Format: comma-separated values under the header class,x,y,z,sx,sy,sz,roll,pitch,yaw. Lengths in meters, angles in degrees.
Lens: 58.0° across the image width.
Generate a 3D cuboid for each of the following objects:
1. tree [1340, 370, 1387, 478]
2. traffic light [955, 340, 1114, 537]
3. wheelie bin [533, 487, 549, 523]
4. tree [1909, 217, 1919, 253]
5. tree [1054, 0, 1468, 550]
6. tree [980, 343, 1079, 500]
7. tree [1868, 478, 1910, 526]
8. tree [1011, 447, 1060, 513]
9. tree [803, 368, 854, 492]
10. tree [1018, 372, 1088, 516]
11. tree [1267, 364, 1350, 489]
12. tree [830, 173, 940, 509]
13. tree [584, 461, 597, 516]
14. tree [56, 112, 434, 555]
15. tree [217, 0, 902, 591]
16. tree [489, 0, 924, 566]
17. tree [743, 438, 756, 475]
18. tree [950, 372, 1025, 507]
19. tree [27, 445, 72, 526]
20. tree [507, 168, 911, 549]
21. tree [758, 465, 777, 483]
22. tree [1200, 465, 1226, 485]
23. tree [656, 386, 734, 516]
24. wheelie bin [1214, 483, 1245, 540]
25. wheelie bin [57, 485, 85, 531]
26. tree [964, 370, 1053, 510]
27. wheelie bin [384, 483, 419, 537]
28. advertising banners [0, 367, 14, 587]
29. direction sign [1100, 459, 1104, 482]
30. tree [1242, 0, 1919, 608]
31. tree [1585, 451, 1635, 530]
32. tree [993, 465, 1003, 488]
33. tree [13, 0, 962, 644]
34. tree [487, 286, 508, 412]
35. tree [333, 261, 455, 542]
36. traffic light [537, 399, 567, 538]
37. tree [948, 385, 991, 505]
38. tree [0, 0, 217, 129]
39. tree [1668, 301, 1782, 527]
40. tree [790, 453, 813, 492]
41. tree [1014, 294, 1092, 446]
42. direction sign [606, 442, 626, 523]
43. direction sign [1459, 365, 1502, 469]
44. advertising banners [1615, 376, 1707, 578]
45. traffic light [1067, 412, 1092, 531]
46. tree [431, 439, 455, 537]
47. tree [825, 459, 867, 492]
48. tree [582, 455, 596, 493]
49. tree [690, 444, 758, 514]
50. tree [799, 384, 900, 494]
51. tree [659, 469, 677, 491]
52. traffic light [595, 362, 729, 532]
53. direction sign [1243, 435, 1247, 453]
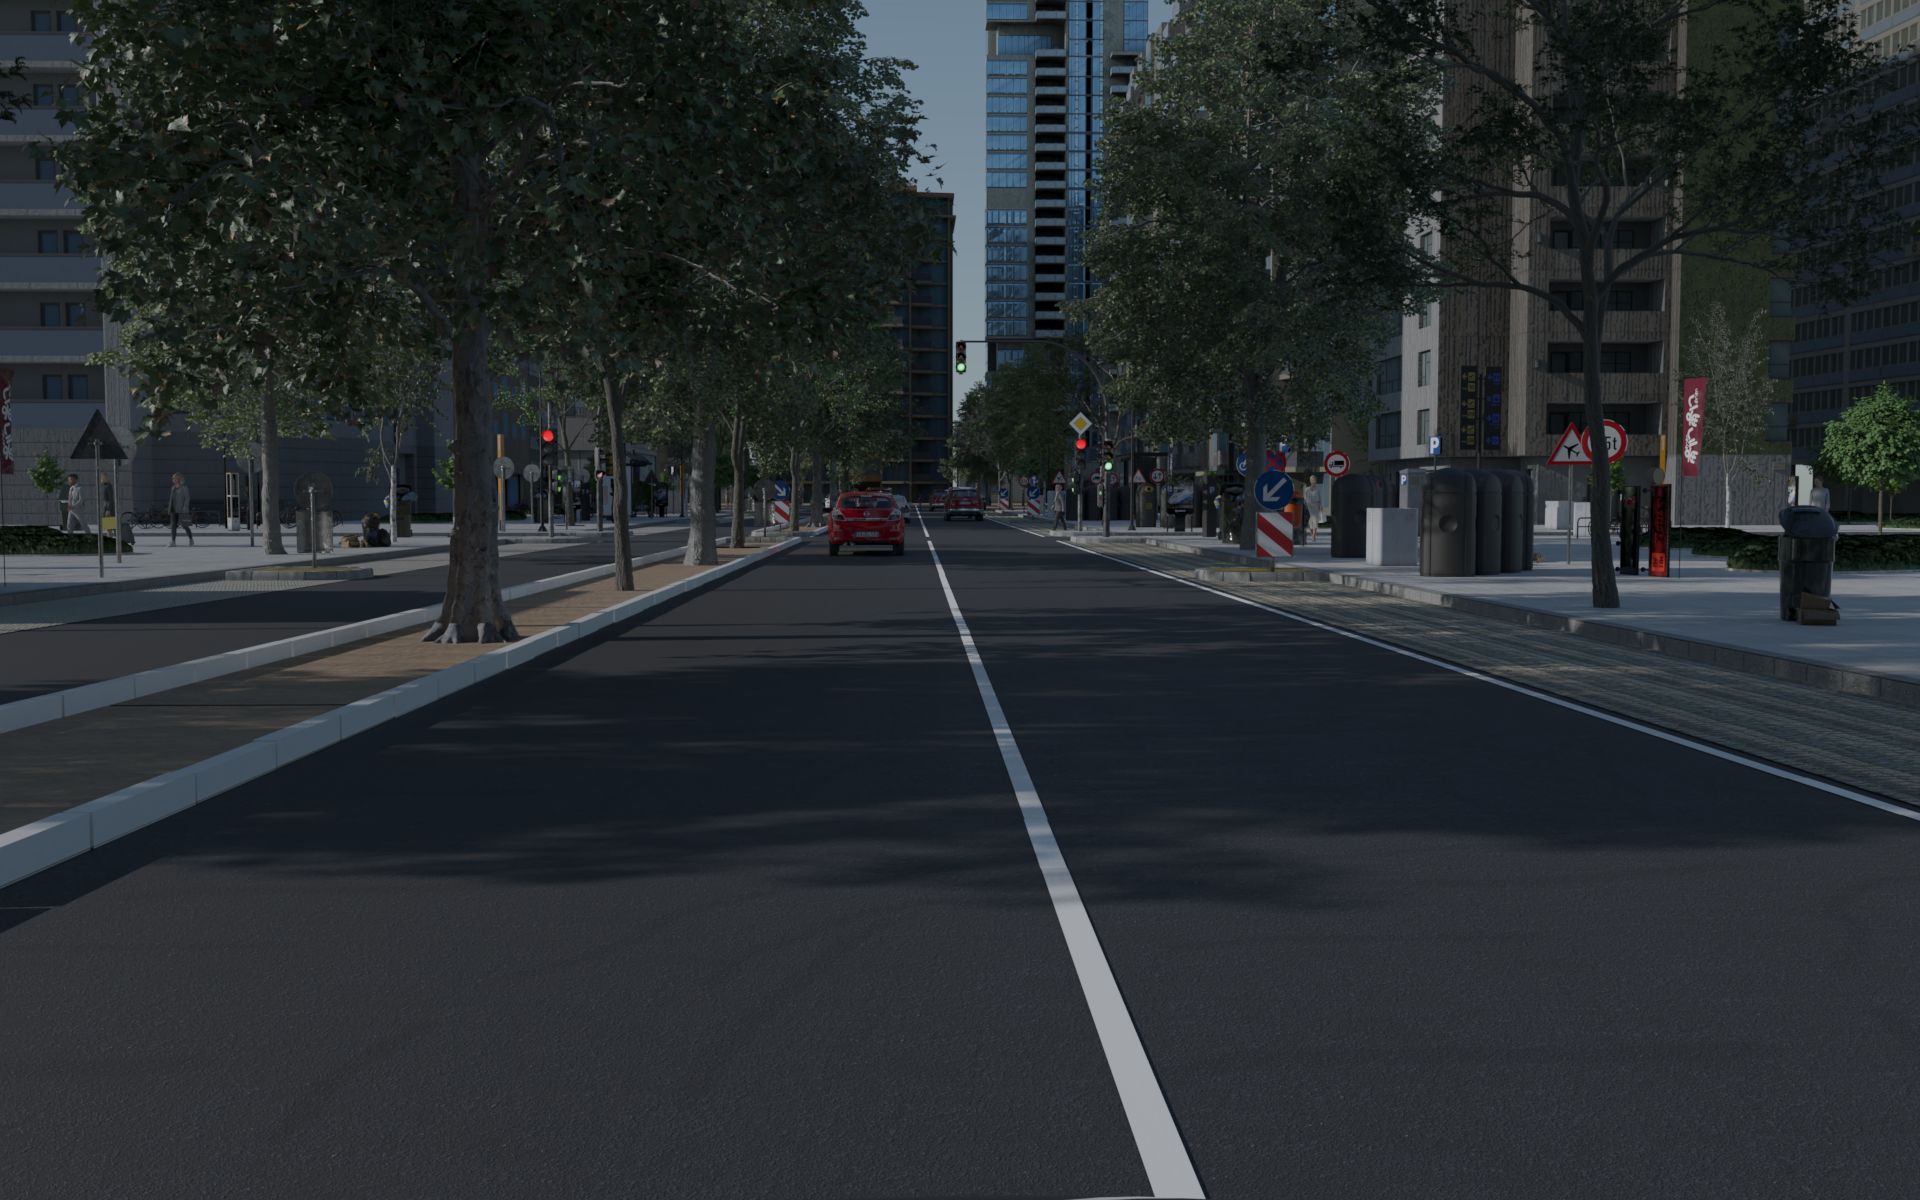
class,x,y,z,sx,sy,sz,roll,pitch,yaw
tree,22.669,-8.738,93.227,4.737,8.622,4.395,0,3,0
traffic light,2.241,-4.682,51.219,4.771,5.953,1.251,0,4,-2
wheelie bin,-18.580,-4.214,76.804,0.693,1.594,0.980,-3,5,-39
tree,8.140,-1.693,11.395,4.285,4.588,4.351,0,3,0
tree,6.723,-8.137,39.699,9.857,13.997,8.962,0,3,0
tree,5.215,-12.822,127.763,7.486,12.596,7.792,0,3,0
tree,36.863,-4.522,68.539,1.663,3.219,1.824,0,3,0
tree,5.237,-8.304,119.488,4.285,4.588,4.351,0,3,0
tree,-6.625,-7.895,81.903,4.737,8.622,4.395,0,3,0
tree,5.188,-9.292,102.279,4.737,8.622,4.395,0,3,0
tree,17.412,-8.341,86.745,4.360,8.622,3.978,0,3,0
tree,-7.817,-14.185,90.278,12.611,20.169,13.585,0,3,0
tree,-21.409,-6.492,100.749,1.663,3.219,1.824,0,3,0
tree,-14.462,-7.211,36.029,7.486,12.596,7.792,0,3,0
tree,-4.934,-5.426,25.589,8.767,10.594,7.601,0,4,-2
tree,-5.207,-7.666,34.453,9.857,13.997,8.962,0,3,0
tree,-17.718,-11.660,141.008,4.360,8.622,3.978,0,3,0
tree,4.038,-15.910,170.500,12.009,13.543,11.850,0,3,0
tree,-36.261,-4.555,69.068,1.663,3.219,1.824,0,3,0
tree,-5.740,-7.151,45.136,9.928,11.665,9.643,0,3,0
tree,-17.784,-10.319,152.431,4.285,4.588,4.351,0,3,0
tree,16.873,-7.391,115.444,1.663,3.219,1.824,0,3,0
tree,-15.977,-9.165,100.204,4.360,8.622,3.978,0,3,0
wheelie bin,7.592,-2.465,48.213,0.980,1.594,0.693,0,4,-6
wheelie bin,-31.015,-3.213,60.443,0.980,1.594,0.693,0,4,-1
tree,4.075,-13.198,141.543,9.928,11.665,9.643,0,3,0
wheelie bin,-16.522,-2.650,51.232,0.980,1.594,0.693,-1,4,-16
advertising banners,-13.156,-1.663,23.373,0.090,3.025,2.074,0,4,-6
direction sign,8.114,-6.481,97.953,0.379,3.537,0.876,2,4,28
tree,7.037,-5.203,19.482,7.601,10.594,8.767,2,4,35
tree,23.618,-4.153,62.500,1.663,3.219,1.824,0,3,0
tree,2.393,-17.961,210.665,9.611,12.733,9.660,0,3,0
tree,-4.749,-5.947,16.698,9.611,12.733,9.660,0,3,0
tree,-15.809,-8.774,69.205,9.928,11.665,9.643,0,3,0
tree,-14.983,-5.853,46.062,4.360,8.622,3.978,0,3,0
traffic light,-12.025,-3.794,50.945,0.839,4.253,0.868,0,4,-2
tree,3.118,-17.866,198.761,9.857,13.997,8.962,0,3,0
tree,-4.832,-4.329,7.647,8.767,10.594,7.601,0,4,-2
tree,28.953,-7.025,65.221,4.360,8.622,3.978,0,3,0
tree,-18.435,-15.336,201.107,4.360,8.622,3.978,0,3,0
tree,6.118,-8.330,70.602,8.767,10.594,7.601,-2,4,-29
direction sign,-15.040,-5.122,75.739,0.876,3.537,0.379,-1,4,-23
direction sign,9.205,-2.367,30.701,0.876,3.537,0.379,-1,4,-21
advertising banners,10.804,-1.868,26.729,0.090,3.025,2.074,-1,4,-13
traffic light,4.105,-4.311,59.400,0.839,4.253,0.868,0,4,-2
tree,-14.806,-3.486,51.598,1.663,3.219,1.824,0,3,0
tree,-7.715,-10.210,119.752,4.360,8.622,3.978,0,3,0
tree,-25.471,-8.572,123.864,4.285,4.588,4.351,0,3,0
tree,-16.059,-7.970,114.016,4.285,4.588,4.351,0,3,0
tree,-7.788,-11.712,112.075,7.486,12.596,7.792,0,3,0
tree,-22.664,-8.452,132.797,1.663,3.219,1.824,0,3,0
traffic light,-10.160,-5.159,59.020,4.771,5.953,1.251,0,4,-2
direction sign,10.765,-4.440,64.597,0.379,3.537,0.876,-1,4,-18
